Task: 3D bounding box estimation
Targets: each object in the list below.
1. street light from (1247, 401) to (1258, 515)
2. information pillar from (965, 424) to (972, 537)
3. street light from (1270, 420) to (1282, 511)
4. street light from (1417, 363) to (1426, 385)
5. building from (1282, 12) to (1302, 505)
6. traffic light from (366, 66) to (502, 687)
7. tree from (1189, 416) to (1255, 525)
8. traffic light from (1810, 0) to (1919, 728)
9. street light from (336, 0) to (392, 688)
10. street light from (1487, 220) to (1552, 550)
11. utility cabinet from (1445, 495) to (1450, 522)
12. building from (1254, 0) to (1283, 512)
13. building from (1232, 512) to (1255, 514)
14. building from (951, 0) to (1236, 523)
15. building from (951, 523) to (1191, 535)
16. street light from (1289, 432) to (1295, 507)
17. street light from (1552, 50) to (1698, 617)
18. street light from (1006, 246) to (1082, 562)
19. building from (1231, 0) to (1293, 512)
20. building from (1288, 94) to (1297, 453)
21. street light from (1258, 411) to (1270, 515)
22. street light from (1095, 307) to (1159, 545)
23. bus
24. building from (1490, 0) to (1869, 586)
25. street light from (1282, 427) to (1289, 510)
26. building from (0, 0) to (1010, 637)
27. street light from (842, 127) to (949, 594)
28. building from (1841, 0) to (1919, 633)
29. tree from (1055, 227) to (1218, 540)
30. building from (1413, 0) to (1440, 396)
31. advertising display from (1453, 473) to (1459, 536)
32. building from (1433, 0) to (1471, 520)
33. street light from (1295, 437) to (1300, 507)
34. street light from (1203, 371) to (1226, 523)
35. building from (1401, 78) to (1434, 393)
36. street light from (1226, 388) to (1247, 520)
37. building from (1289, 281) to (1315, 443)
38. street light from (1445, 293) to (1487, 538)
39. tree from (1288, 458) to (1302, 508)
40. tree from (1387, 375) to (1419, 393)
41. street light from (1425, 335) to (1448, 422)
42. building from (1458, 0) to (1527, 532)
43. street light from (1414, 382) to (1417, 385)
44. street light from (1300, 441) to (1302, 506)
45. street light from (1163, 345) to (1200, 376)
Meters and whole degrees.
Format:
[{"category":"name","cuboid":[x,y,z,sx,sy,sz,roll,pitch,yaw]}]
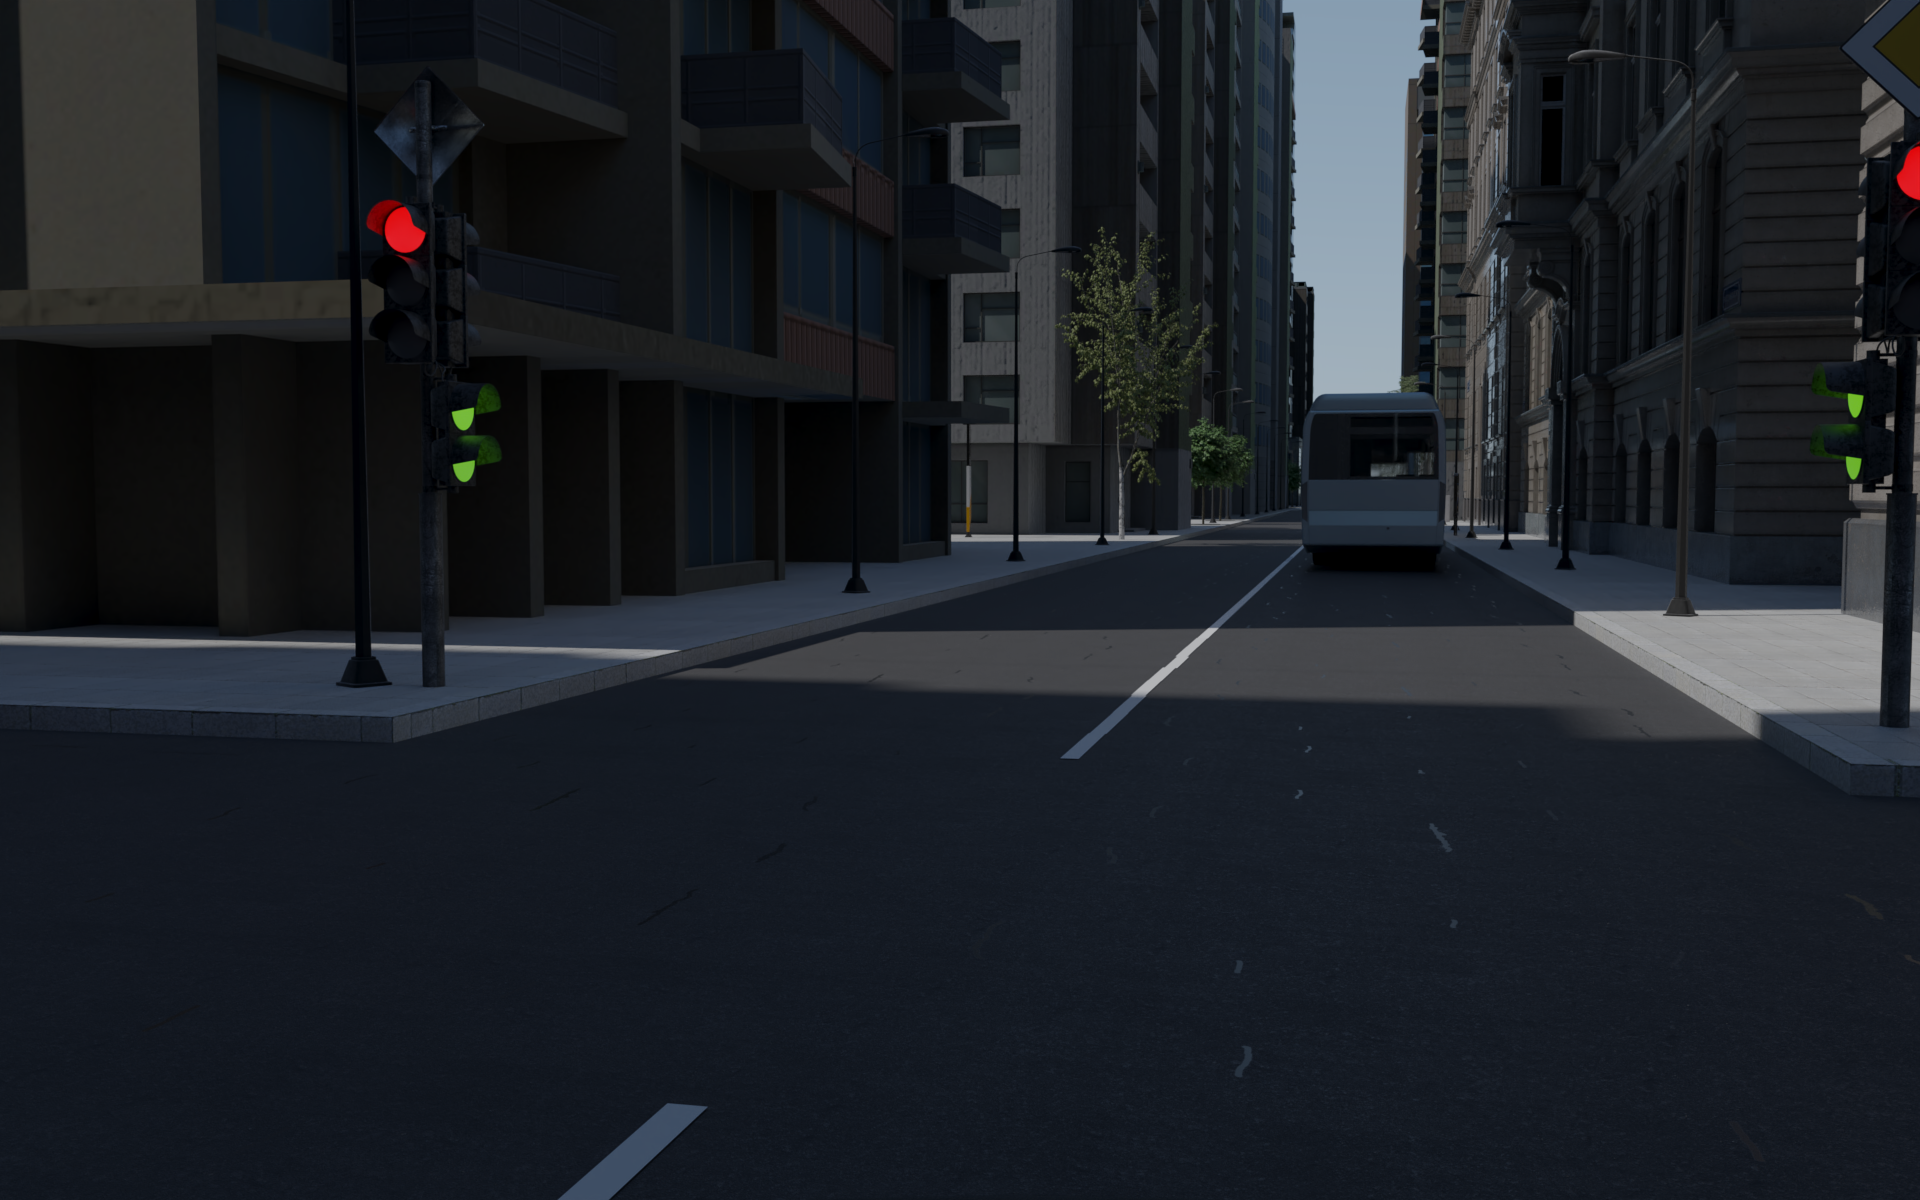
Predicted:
[{"category":"street light","cuboid":[13.923,-6.958,86.296,1.470,5.913,1.316,1,4,13]},{"category":"information pillar","cuboid":[0.262,-3.674,51.424,0.183,3.616,0.504,0,4,6]},{"category":"street light","cuboid":[19.170,-8.307,108.353,1.470,5.913,1.316,1,4,13]},{"category":"street light","cuboid":[16.992,-5.424,61.229,1.470,5.913,1.316,1,4,13]},{"category":"building","cuboid":[30.864,-54.921,210.634,22.319,86.520,31.000,1,4,13]},{"category":"traffic light","cuboid":[-3.494,-1.377,11.431,0.839,4.253,0.868,1,4,13]},{"category":"tree","cuboid":[10.113,-5.428,72.454,4.285,4.588,4.351,0,3,0]},{"category":"traffic light","cuboid":[5.144,-1.256,9.455,0.839,4.253,0.868,1,4,13]},{"category":"street light","cuboid":[-3.473,-2.372,11.316,1.470,5.913,1.316,1,4,13]},{"category":"street light","cuboid":[9.773,-3.478,29.414,1.470,5.913,1.316,1,4,13]},{"category":"utility cabinet","cuboid":[22.218,-4.160,79.178,0.306,1.237,1.020,1,4,12]},{"category":"building","cuboid":[12.614,-35.897,128.908,21.231,58.520,28.212,1,4,13]},{"category":"building","cuboid":[11.100,-25.965,108.119,14.154,41.232,14.086,1,4,13]},{"category":"building","cuboid":[7.217,-19.679,93.446,14.160,30.474,14.107,1,4,13]},{"category":"building","cuboid":[0.394,-17.621,59.809,14.160,30.474,14.107,1,4,13]},{"category":"street light","cuboid":[24.200,-9.646,130.260,1.470,5.913,1.316,1,4,13]},{"category":"street light","cuboid":[7.065,-2.792,18.194,1.470,5.913,1.316,1,4,13]},{"category":"street light","cuboid":[1.591,-3.682,32.739,1.470,5.913,1.316,1,4,13]},{"category":"building","cuboid":[21.038,-28.475,149.159,14.154,41.232,14.086,1,4,13]},{"category":"building","cuboid":[23.729,-32.274,182.303,22.147,44.769,28.867,1,4,13]},{"category":"street light","cuboid":[16.488,-7.642,97.487,1.470,5.913,1.316,1,4,13]},{"category":"street light","cuboid":[4.099,-4.324,43.246,1.470,5.913,1.316,1,4,13]},{"category":"bus","cuboid":[9.123,-2.635,37.938,2.948,3.499,13.247,1,4,14]},{"category":"building","cuboid":[19.720,-13.454,39.061,14.460,24.649,34.723,1,4,13]},{"category":"street light","cuboid":[21.769,-9.003,119.735,1.470,5.913,1.316,1,4,13]},{"category":"building","cuboid":[-11.427,-22.899,29.032,22.147,44.769,28.867,1,4,13]},{"category":"street light","cuboid":[-0.825,-3.038,22.210,1.470,5.913,1.316,1,4,13]},{"category":"building","cuboid":[17.387,-11.149,11.164,19.941,23.489,11.050,1,4,13]},{"category":"tree","cuboid":[4.775,-5.998,48.434,4.737,8.622,4.395,0,3,0]},{"category":"building","cuboid":[48.231,-29.656,139.498,22.147,44.769,28.867,1,4,13]},{"category":"advertising display","cuboid":[15.397,-2.969,53.750,0.123,1.923,0.974,1,4,18]},{"category":"building","cuboid":[31.916,-19.463,89.923,14.160,30.474,14.107,1,4,13]},{"category":"street light","cuboid":[26.721,-10.320,141.265,1.470,5.913,1.316,1,4,13]},{"category":"street light","cuboid":[9.154,-5.696,65.666,1.470,5.913,1.316,1,4,13]},{"category":"building","cuboid":[53.748,-32.533,182.018,14.600,45.320,14.200,1,4,13]},{"category":"street light","cuboid":[11.713,-6.345,76.277,1.470,5.913,1.316,1,4,13]},{"category":"building","cuboid":[40.315,-28.240,233.426,14.160,30.474,14.107,1,4,13]},{"category":"street light","cuboid":[12.091,-4.124,39.965,1.470,5.913,1.316,1,4,13]},{"category":"tree","cuboid":[30.389,-10.771,159.821,4.285,4.588,4.351,0,3,0]},{"category":"tree","cuboid":[42.500,-15.122,165.367,7.486,12.596,7.792,0,3,0]},{"category":"street light","cuboid":[14.441,-4.776,50.629,1.470,5.913,1.316,1,4,13]},{"category":"building","cuboid":[26.533,-16.562,68.054,12.463,27.353,25.104,1,4,13]},{"category":"street light","cuboid":[19.487,-6.067,71.739,1.470,5.913,1.316,1,4,13]},{"category":"street light","cuboid":[29.229,-10.962,151.772,1.470,5.913,1.316,1,4,13]},{"category":"street light","cuboid":[6.621,-4.999,54.269,1.470,5.913,1.316,1,4,13]}]
